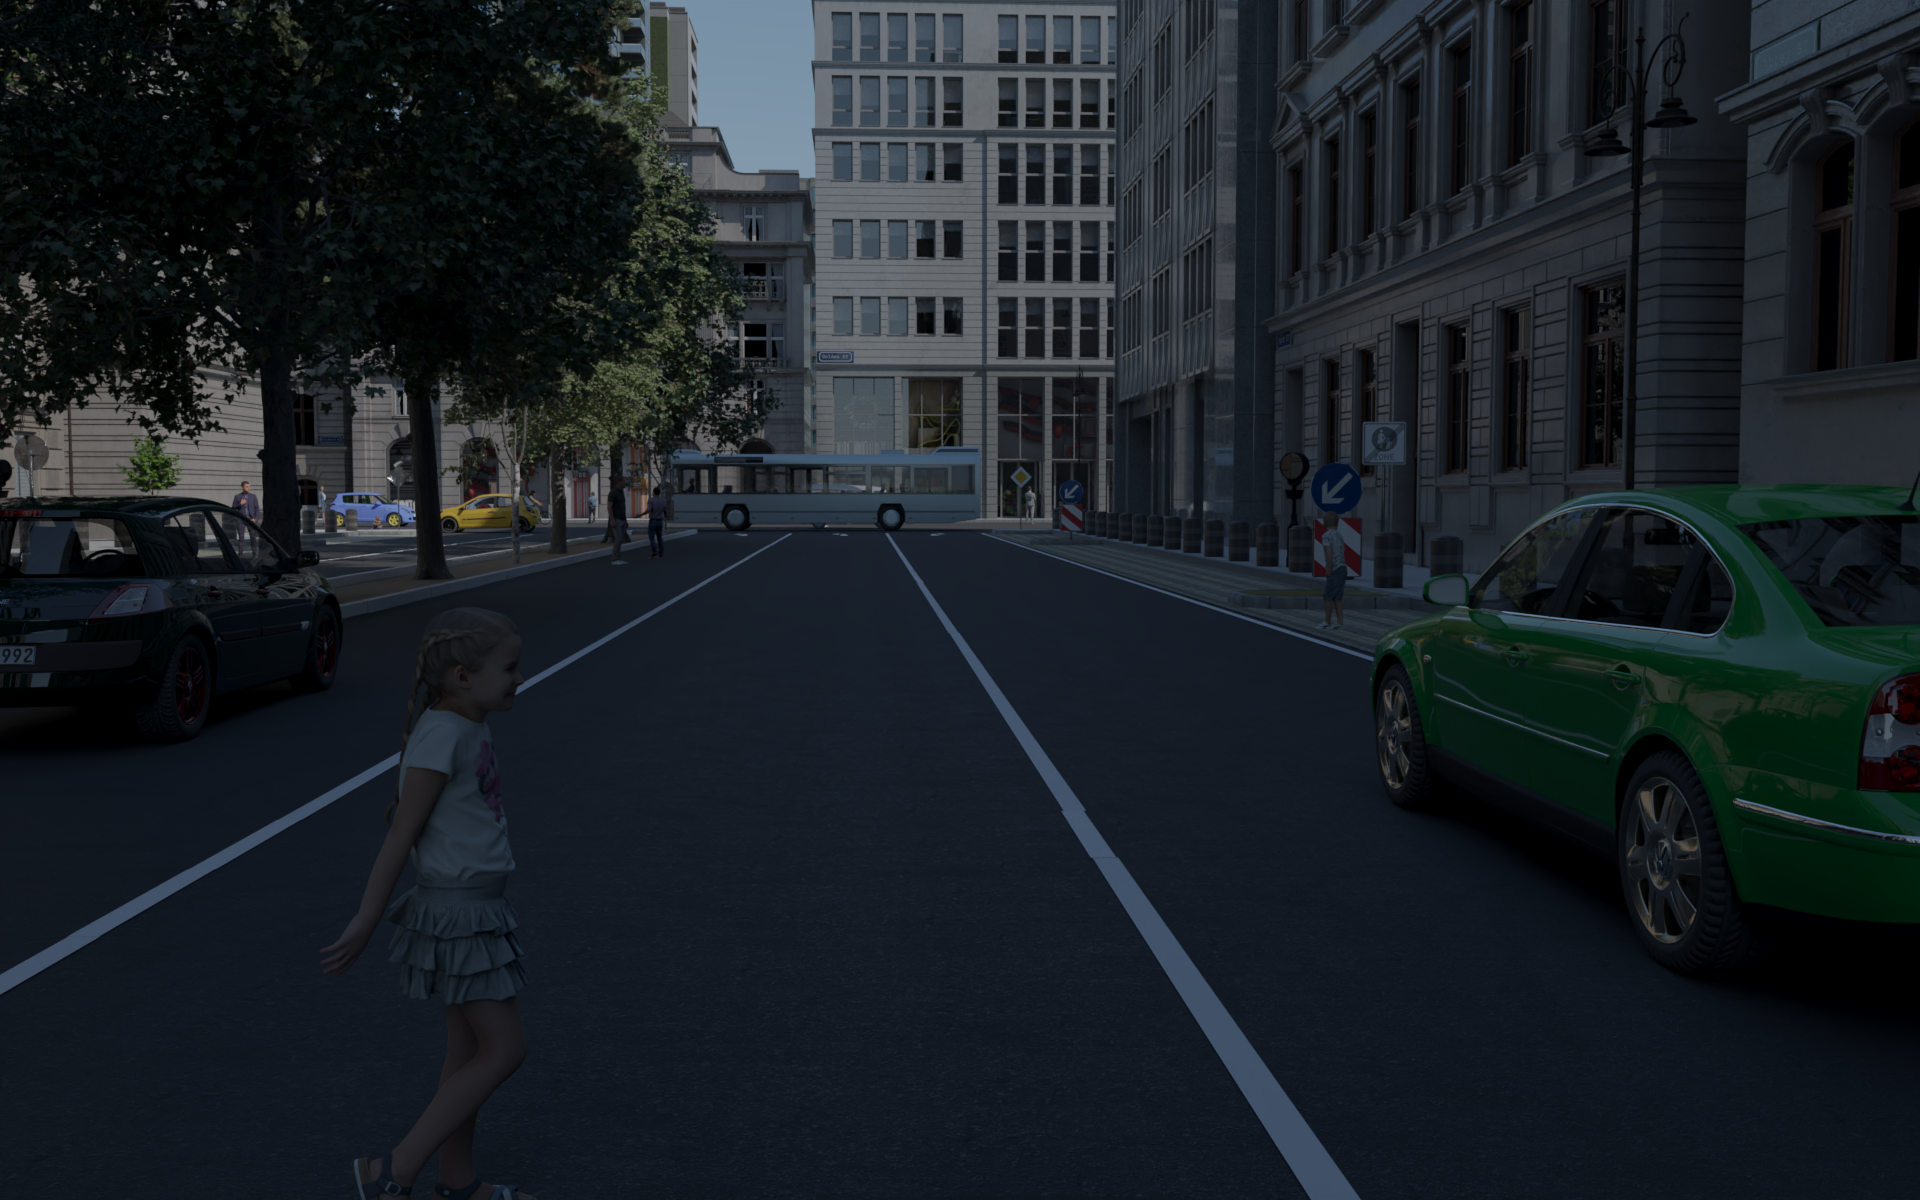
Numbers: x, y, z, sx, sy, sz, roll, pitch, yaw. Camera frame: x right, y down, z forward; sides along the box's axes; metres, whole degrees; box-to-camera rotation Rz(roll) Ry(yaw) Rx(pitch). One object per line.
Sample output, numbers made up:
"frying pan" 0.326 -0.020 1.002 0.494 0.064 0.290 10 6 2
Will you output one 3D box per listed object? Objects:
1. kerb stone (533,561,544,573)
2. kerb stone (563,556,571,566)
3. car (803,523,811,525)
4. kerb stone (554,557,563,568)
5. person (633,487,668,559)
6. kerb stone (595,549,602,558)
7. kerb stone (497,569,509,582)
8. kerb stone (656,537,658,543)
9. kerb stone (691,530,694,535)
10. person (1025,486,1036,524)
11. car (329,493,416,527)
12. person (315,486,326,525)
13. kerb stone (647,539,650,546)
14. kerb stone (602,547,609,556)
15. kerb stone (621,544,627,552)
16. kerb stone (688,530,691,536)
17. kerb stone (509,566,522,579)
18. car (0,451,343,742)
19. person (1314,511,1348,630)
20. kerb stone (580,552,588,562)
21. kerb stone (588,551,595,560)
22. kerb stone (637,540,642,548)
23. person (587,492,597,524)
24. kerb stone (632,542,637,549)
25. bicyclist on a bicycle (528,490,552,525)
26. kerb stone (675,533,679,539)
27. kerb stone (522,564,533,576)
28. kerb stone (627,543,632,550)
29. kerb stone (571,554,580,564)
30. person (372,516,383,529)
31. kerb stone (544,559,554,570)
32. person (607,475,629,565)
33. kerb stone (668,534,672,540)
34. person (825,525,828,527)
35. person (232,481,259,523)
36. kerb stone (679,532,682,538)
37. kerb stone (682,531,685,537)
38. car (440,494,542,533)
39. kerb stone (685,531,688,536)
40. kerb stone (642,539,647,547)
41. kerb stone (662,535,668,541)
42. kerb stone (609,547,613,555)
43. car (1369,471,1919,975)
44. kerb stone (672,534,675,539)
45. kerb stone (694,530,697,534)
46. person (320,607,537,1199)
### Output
"kerb stone" -7.803 -0.577 31.637 0.120 0.150 1.000 0 4 -3
"kerb stone" -7.983 -0.765 34.711 0.120 0.150 1.000 0 4 -3
"car" -8.599 -4.276 82.272 4.827 1.381 2.083 0 4 -4
"kerb stone" -7.925 -0.703 33.688 0.120 0.150 1.000 0 4 -3
"person" -6.774 -1.718 38.551 0.435 1.587 0.963 3 4 38
"kerb stone" -8.206 -1.015 38.807 0.120 0.150 1.000 0 4 -3
"kerb stone" -7.633 -0.389 28.553 0.120 0.150 1.000 0 4 -3
"kerb stone" -8.863 -1.706 50.090 0.120 0.150 1.000 0 4 -3
"kerb stone" -9.461 -2.334 60.357 0.120 0.150 1.000 0 4 -3
"person" 3.345 -4.501 82.264 0.511 1.800 0.466 1 4 10
"car" -25.762 -4.058 75.945 3.694 1.707 1.945 0 4 -5
"person" -29.445 -4.358 79.776 0.654 1.822 0.581 1 4 21
"kerb stone" -8.750 -1.581 48.042 0.120 0.150 1.000 0 4 -3
"kerb stone" -8.276 -1.077 39.835 0.120 0.150 1.000 0 4 -3
"kerb stone" -8.453 -1.264 42.907 0.120 0.150 1.000 0 4 -3
"kerb stone" -9.398 -2.271 59.323 0.120 0.150 1.000 0 4 -3
"kerb stone" -7.681 -0.451 29.588 0.120 0.150 1.000 0 4 -3
"car" -5.391 -0.097 11.369 2.009 1.686 4.222 0 4 -4
"person" 3.904 -0.307 18.201 0.332 1.250 0.352 -1 4 -12
"kerb stone" -8.100 -0.891 36.759 0.120 0.150 1.000 0 4 -3
"kerb stone" -8.154 -0.953 37.783 0.120 0.150 1.000 0 4 -3
"kerb stone" -8.632 -1.455 45.986 0.120 0.150 1.000 0 4 -3
"person" -17.604 -4.410 82.815 0.499 1.552 0.429 -1 4 -14
"kerb stone" -8.569 -1.392 44.962 0.120 0.150 1.000 0 4 -3
"bicyclist on a bicycle" -19.923 -4.345 81.061 1.625 1.676 1.499 0 4 -4
"kerb stone" -9.156 -2.020 55.215 0.120 0.150 1.000 0 4 -3
"kerb stone" -7.746 -0.513 30.614 0.120 0.150 1.000 0 4 -3
"kerb stone" -8.508 -1.329 43.938 0.120 0.150 1.000 0 4 -3
"kerb stone" -8.031 -0.828 35.736 0.120 0.150 1.000 0 4 -3
"person" -24.041 -3.207 71.412 0.357 0.543 0.381 1 4 13
"kerb stone" -7.862 -0.639 32.661 0.120 0.150 1.000 0 4 -3
"person" -6.893 -1.617 35.060 0.434 1.807 0.598 2 4 28
"kerb stone" -9.048 -1.894 53.161 0.120 0.150 1.000 0 4 -3
"person" -5.946 -4.056 75.534 0.376 1.734 0.841 0 4 -1
"person" -15.220 -1.681 36.911 0.541 1.710 0.530 -1 4 -15
"kerb stone" -9.219 -2.078 56.242 0.120 0.150 1.000 0 4 -3
"kerb stone" -9.280 -2.145 57.267 0.120 0.150 1.000 0 4 -3
"car" -17.640 -3.316 64.438 3.980 1.641 2.015 0 4 -4
"kerb stone" -9.339 -2.208 58.291 0.120 0.150 1.000 0 4 -3
"kerb stone" -8.688 -1.512 47.014 0.120 0.150 1.000 0 4 -3
"kerb stone" -8.985 -1.831 52.138 0.120 0.150 1.000 0 4 -3
"kerb stone" -8.333 -1.142 40.860 0.120 0.150 1.000 0 4 -3
"car" 2.921 0.136 6.572 1.959 1.807 4.718 0 4 -3
"kerb stone" -9.103 -1.949 54.191 0.120 0.150 1.000 0 4 -3
"kerb stone" -9.519 -2.393 61.381 0.120 0.150 1.000 0 4 -3
"person" -1.039 0.617 3.428 0.382 1.210 0.505 -1 4 -13
